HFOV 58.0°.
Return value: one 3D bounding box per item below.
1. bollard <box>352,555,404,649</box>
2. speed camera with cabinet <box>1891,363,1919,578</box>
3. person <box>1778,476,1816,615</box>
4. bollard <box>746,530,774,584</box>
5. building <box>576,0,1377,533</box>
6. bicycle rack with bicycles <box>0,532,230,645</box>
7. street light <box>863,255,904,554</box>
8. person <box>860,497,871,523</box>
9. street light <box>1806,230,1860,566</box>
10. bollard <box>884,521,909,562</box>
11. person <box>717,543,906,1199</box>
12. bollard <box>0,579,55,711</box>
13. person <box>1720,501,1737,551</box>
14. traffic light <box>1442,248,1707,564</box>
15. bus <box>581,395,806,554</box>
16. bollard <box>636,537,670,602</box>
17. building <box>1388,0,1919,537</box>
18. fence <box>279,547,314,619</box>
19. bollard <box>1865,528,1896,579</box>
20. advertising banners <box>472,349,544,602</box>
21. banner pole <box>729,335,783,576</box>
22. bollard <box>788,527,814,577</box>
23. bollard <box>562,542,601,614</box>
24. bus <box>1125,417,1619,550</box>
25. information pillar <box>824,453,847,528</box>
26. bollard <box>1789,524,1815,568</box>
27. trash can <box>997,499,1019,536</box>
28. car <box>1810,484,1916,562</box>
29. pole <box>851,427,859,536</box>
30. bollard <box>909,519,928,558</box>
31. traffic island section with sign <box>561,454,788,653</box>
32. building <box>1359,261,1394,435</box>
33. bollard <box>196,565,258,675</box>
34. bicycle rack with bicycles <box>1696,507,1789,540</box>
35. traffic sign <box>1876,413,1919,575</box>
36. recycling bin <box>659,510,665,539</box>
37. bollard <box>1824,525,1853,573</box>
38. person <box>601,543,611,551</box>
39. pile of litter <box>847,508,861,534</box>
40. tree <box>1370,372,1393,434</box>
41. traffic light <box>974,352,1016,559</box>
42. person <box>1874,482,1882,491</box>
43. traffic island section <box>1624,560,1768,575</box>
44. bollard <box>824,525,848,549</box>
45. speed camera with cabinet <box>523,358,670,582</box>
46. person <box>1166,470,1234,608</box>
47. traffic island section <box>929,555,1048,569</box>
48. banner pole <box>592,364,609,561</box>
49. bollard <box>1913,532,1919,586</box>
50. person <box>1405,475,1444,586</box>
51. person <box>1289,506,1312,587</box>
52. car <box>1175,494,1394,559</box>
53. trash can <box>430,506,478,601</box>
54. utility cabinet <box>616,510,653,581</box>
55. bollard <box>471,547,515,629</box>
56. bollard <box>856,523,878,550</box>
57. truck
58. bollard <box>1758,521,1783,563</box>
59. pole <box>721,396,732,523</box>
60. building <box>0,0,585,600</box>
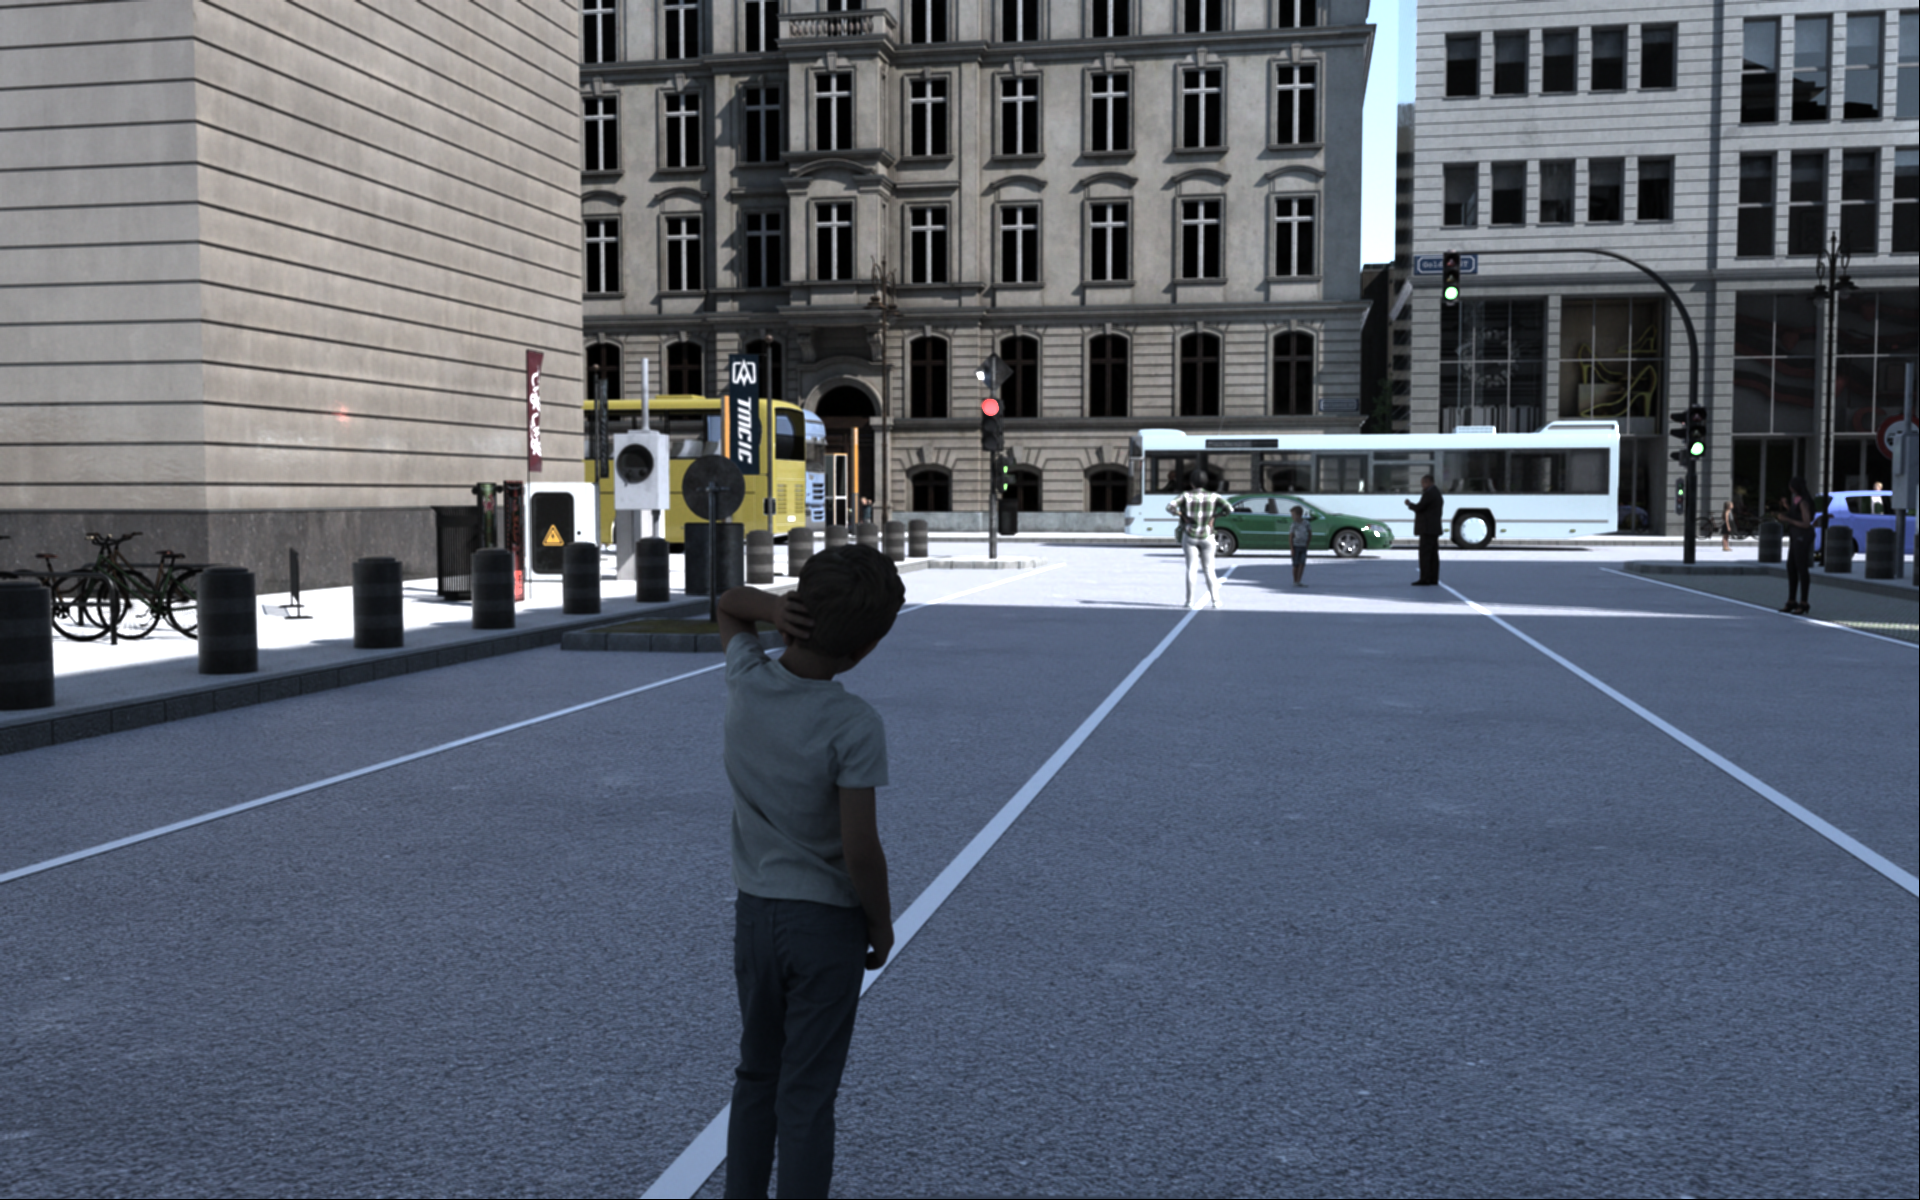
[{"bbox_3d":[-4.882,0.012,14.527,0.404,0.777,0.398,0,3,0],"label":"bollard"},{"bbox_3d":[14.371,-1.905,25.483,0.660,3.252,2.038,1,4,10],"label":"speed camera with cabinet"},{"bbox_3d":[9.931,-0.653,20.653,0.415,1.643,0.593,-1,4,-20],"label":"person"},{"bbox_3d":[-2.864,-0.615,24.773,0.404,0.777,0.398,0,3,0],"label":"bollard"},{"bbox_3d":[-2.795,-14.919,63.012,34.723,24.649,14.460,1,4,11],"label":"building"},{"bbox_3d":[-7.734,-0.134,15.578,2.925,0.926,2.852,1,4,13],"label":"bicycle rack with bicycles"},{"bbox_3d":[-1.473,-3.727,33.732,0.468,5.910,1.993,1,4,11],"label":"street light"},{"bbox_3d":[-2.697,-2.300,50.020,0.435,1.345,0.340,2,4,28],"label":"person"},{"bbox_3d":[15.350,-3.536,30.604,0.468,5.910,1.993,1,4,11],"label":"street light"},{"bbox_3d":[-1.253,-1.118,32.996,0.404,0.777,0.398,0,3,0],"label":"bollard"},{"bbox_3d":[-0.293,0.568,3.126,0.435,1.345,0.340,1,4,20],"label":"person"},{"bbox_3d":[-5.684,0.262,10.426,0.404,0.777,0.398,0,3,0],"label":"bollard"},{"bbox_3d":[19.341,-1.858,43.550,0.362,1.253,0.373,-3,5,-45],"label":"person"},{"bbox_3d":[11.323,-3.508,32.030,4.771,5.953,1.251,1,4,11],"label":"traffic light"},{"bbox_3d":[-9.824,-2.995,40.510,12.252,3.916,2.896,1,4,12],"label":"bus"},{"bbox_3d":[-3.670,-0.365,20.682,0.404,0.777,0.398,0,3,0],"label":"bollard"},{"bbox_3d":[29.371,-16.984,55.177,29.804,29.767,11.434,1,4,11],"label":"building"},{"bbox_3d":[-7.192,-0.204,18.719,0.278,0.683,2.069,-1,4,-23],"label":"fence"},{"bbox_3d":[13.949,-0.705,26.245,0.404,0.777,0.398,0,3,0],"label":"bollard"},{"bbox_3d":[-5.297,-1.485,20.473,0.090,3.025,2.074,1,4,9],"label":"advertising banners"},{"bbox_3d":[-3.229,-2.280,27.291,0.863,3.779,0.401,0,4,-7],"label":"banner pole"},{"bbox_3d":[-2.465,-0.740,26.820,0.404,0.777,0.398,0,3,0],"label":"bollard"},{"bbox_3d":[-4.073,-0.240,18.637,0.404,0.777,0.398,0,3,0],"label":"bollard"},{"bbox_3d":[10.220,-3.116,45.801,13.247,3.499,2.948,1,4,12],"label":"bus"},{"bbox_3d":[-2.259,-1.654,31.536,0.304,2.012,0.304,-3,5,-42],"label":"information pillar"},{"bbox_3d":[14.755,-0.956,30.351,0.404,0.777,0.398,0,3,0],"label":"bollard"},{"bbox_3d":[1.482,-2.573,53.723,0.748,1.137,0.748,0,3,0],"label":"trash can"},{"bbox_3d":[19.297,-1.601,35.760,3.694,1.707,1.945,1,4,10],"label":"car"},{"bbox_3d":[-3.226,-3.623,53.086,0.158,3.312,0.155,0,3,0],"label":"pole"},{"bbox_3d":[-0.850,-1.244,35.049,0.404,0.777,0.398,0,3,0],"label":"bollard"},{"bbox_3d":[-2.515,-0.490,16.646,1.989,1.847,2.006,1,4,11],"label":"traffic island section with sign"},{"bbox_3d":[56.355,-27.025,213.565,14.107,30.474,14.160,1,4,11],"label":"building"},{"bbox_3d":[-5.282,0.137,12.481,0.404,0.777,0.398,0,3,0],"label":"bollard"},{"bbox_3d":[22.568,-2.183,49.080,2.925,0.926,2.852,3,5,40],"label":"bicycle rack with bicycles"},{"bbox_3d":[14.871,-1.670,27.405,0.768,2.556,0.104,1,4,12],"label":"traffic sign"},{"bbox_3d":[-6.625,-1.442,36.127,0.722,1.027,0.722,-2,4,-35],"label":"recycling bin"},{"bbox_3d":[14.351,-0.830,28.290,0.404,0.777,0.398,0,3,0],"label":"bollard"},{"bbox_3d":[-8.984,-2.151,43.792,0.598,1.807,0.434,-1,4,-11],"label":"person"},{"bbox_3d":[-3.560,-2.545,55.583,1.719,0.858,1.176,2,4,26],"label":"pile of litter"},{"bbox_3d":[36.138,-12.949,137.467,9.928,11.665,9.643,0,3,0],"label":"tree"},{"bbox_3d":[0.671,-2.772,34.241,0.839,4.253,0.868,1,4,11],"label":"traffic light"},{"bbox_3d":[23.933,-2.219,45.452,0.731,1.740,0.598,2,4,25],"label":"person"},{"bbox_3d":[13.430,-0.587,31.875,2.009,0.180,2.903,1,4,11],"label":"traffic island section"},{"bbox_3d":[-2.059,-0.866,28.871,0.404,0.777,0.398,0,3,0],"label":"bollard"},{"bbox_3d":[-5.294,-1.888,25.197,2.038,3.252,0.660,0,4,8],"label":"speed camera with cabinet"},{"bbox_3d":[3.014,-0.771,21.823,0.841,1.734,0.376,0,4,6],"label":"person"},{"bbox_3d":[0.633,-0.740,34.383,2.009,0.180,2.903,1,4,11],"label":"traffic island section"},{"bbox_3d":[-6.885,-2.643,33.234,0.401,3.779,0.863,-2,4,-32],"label":"banner pole"},{"bbox_3d":[13.550,-0.580,24.199,0.404,0.777,0.398,0,3,0],"label":"bollard"},{"bbox_3d":[7.327,-1.110,27.328,0.600,1.739,0.565,0,4,7],"label":"person"},{"bbox_3d":[5.265,-0.832,26.790,0.332,1.250,0.352,3,4,38],"label":"person"},{"bbox_3d":[7.376,-1.696,39.529,4.920,1.459,2.131,1,4,12],"label":"car"},{"bbox_3d":[-6.007,-0.568,20.934,0.748,1.137,0.748,0,3,0],"label":"trash can"},{"bbox_3d":[-4.843,-0.913,26.093,0.306,1.237,1.020,1,4,13],"label":"utility cabinet"},{"bbox_3d":[-4.472,-0.115,16.591,0.404,0.777,0.398,0,3,0],"label":"bollard"},{"bbox_3d":[-1.657,-0.992,30.933,0.404,0.777,0.398,0,3,0],"label":"bollard"},{"bbox_3d":[-12.451,-3.749,51.063,18.799,4.110,2.967,1,4,13],"label":"truck"},{"bbox_3d":[15.157,-1.081,32.398,0.404,0.777,0.398,0,3,0],"label":"bollard"},{"bbox_3d":[-4.855,-2.578,35.995,0.158,3.312,0.155,0,3,0],"label":"pole"},{"bbox_3d":[-19.843,-14.119,28.112,25.104,27.353,12.463,1,4,11],"label":"building"}]
